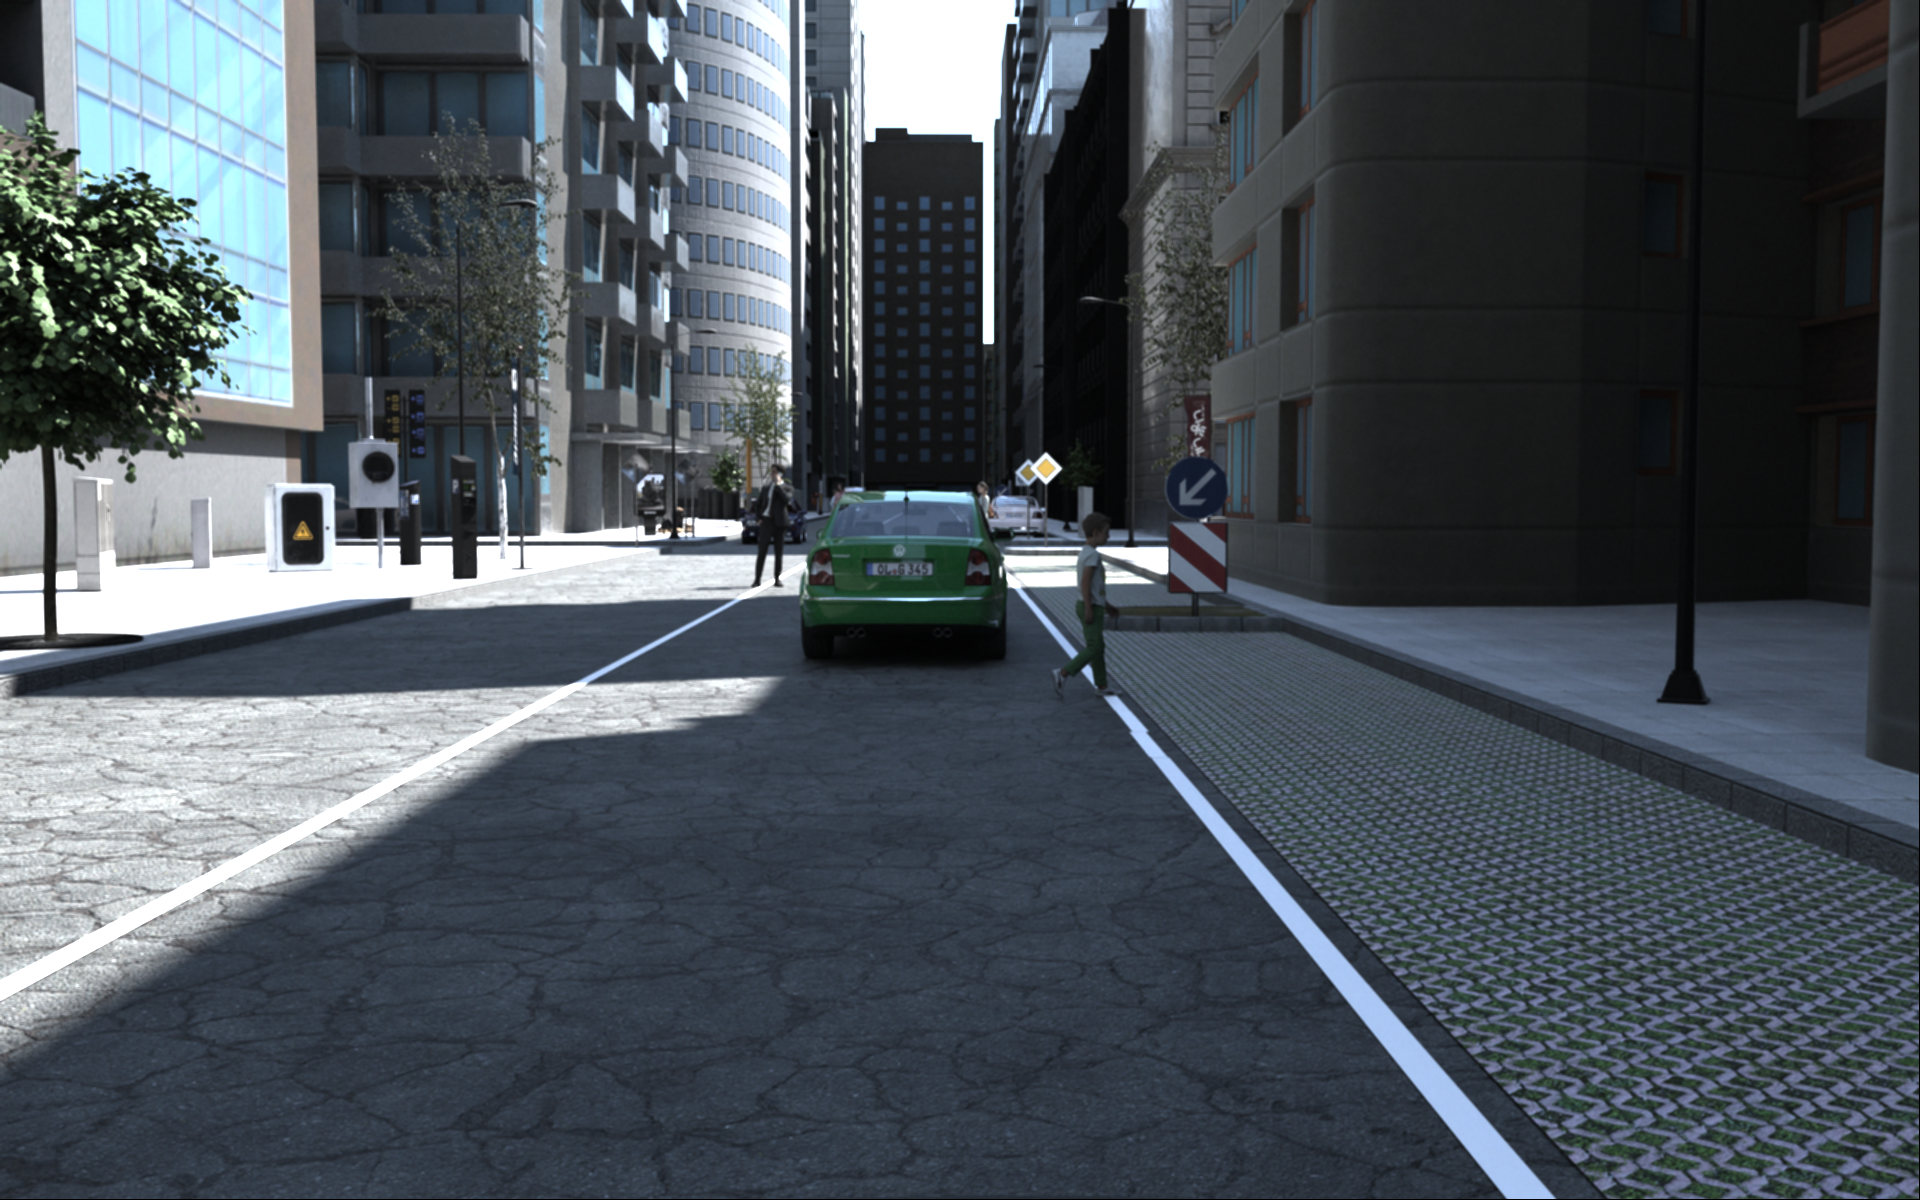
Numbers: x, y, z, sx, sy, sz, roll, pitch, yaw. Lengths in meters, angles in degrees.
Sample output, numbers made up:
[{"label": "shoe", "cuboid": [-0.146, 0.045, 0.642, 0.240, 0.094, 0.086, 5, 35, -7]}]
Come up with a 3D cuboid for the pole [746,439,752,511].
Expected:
[{"label": "pole", "cuboid": [-7.795, -4.290, 63.987, 0.158, 3.312, 0.155, 0, 3, 0]}]

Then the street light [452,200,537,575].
[{"label": "street light", "cuboid": [-7.379, -3.361, 27.487, 1.470, 5.913, 1.316, 0, 4, -1]}]

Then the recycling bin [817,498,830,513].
[{"label": "recycling bin", "cuboid": [-9.263, -6.430, 117.682, 0.722, 1.027, 0.722, 1, 4, 17]}]

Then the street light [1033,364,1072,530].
[{"label": "street light", "cuboid": [3.305, -5.478, 62.113, 1.470, 5.913, 1.316, 0, 4, -1]}]

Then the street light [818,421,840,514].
[{"label": "street light", "cuboid": [-8.390, -8.456, 110.794, 1.470, 5.913, 1.316, 0, 4, -1]}]

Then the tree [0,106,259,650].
[{"label": "tree", "cuboid": [-7.784, -1.896, 14.717, 4.285, 4.588, 4.351, 0, 3, 0]}]

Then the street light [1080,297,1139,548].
[{"label": "street light", "cuboid": [3.534, -4.192, 41.077, 1.470, 5.913, 1.316, 0, 4, -1]}]

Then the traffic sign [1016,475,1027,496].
[{"label": "traffic sign", "cuboid": [3.220, -5.442, 91.114, 0.606, 2.300, 0.079, 0, 4, 4]}]

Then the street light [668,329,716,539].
[{"label": "street light", "cuboid": [-7.559, -4.672, 48.932, 1.470, 5.913, 1.316, 0, 4, -1]}]

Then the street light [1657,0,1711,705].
[{"label": "street light", "cuboid": [3.933, -2.323, 10.529, 1.470, 5.913, 1.316, 0, 4, -1]}]

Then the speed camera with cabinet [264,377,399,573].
[{"label": "speed camera with cabinet", "cuboid": [-10.461, -2.111, 28.851, 2.038, 3.252, 0.660, -3, 4, -36]}]

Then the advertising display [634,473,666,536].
[{"label": "advertising display", "cuboid": [-9.543, -2.941, 53.302, 0.974, 1.923, 0.123, 0, 4, 1]}]

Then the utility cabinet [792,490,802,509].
[{"label": "utility cabinet", "cuboid": [-8.330, -4.792, 87.024, 0.318, 1.500, 1.173, 1, 4, 22]}]

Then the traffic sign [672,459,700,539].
[{"label": "traffic sign", "cuboid": [-7.754, -2.774, 48.994, 0.795, 2.450, 0.064, 0, 4, -1]}]

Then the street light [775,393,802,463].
[{"label": "street light", "cuboid": [-7.945, -6.552, 79.672, 1.470, 5.913, 1.316, 0, 4, -1]}]

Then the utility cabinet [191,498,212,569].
[{"label": "utility cabinet", "cuboid": [-13.119, -1.149, 29.943, 0.306, 1.237, 1.020, -1, 4, -22]}]

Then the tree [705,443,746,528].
[{"label": "tree", "cuboid": [-8.808, -4.381, 66.228, 1.663, 3.219, 1.824, 0, 3, 0]}]

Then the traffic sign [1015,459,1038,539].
[{"label": "traffic sign", "cuboid": [1.939, -2.780, 49.093, 0.795, 2.450, 0.064, 0, 4, -1]}]

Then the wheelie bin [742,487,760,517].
[{"label": "wheelie bin", "cuboid": [-9.775, -4.484, 81.229, 0.980, 1.594, 0.693, -2, 4, -30]}]

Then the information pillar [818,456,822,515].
[{"label": "information pillar", "cuboid": [-8.500, -6.978, 105.451, 0.183, 3.616, 0.504, -1, 4, -16]}]

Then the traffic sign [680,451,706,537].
[{"label": "traffic sign", "cuboid": [-7.889, -3.123, 51.167, 0.768, 2.556, 0.104, 0, 4, 6]}]

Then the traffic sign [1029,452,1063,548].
[{"label": "traffic sign", "cuboid": [2.038, -2.292, 41.108, 0.795, 2.450, 0.064, 0, 4, -1]}]

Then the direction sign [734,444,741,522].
[{"label": "direction sign", "cuboid": [-10.134, -5.321, 78.989, 0.379, 3.537, 0.876, 0, 4, -7]}]

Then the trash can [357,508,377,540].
[{"label": "trash can", "cuboid": [-16.713, -2.281, 48.946, 0.748, 1.137, 0.748, 0, 3, 0]}]

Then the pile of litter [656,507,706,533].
[{"label": "pile of litter", "cuboid": [-9.254, -2.648, 57.264, 1.719, 0.858, 1.176, 0, 4, -3]}]

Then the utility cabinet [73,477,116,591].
[{"label": "utility cabinet", "cuboid": [-11.548, -0.885, 23.148, 0.318, 1.500, 1.173, -1, 4, -18]}]

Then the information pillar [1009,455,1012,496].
[{"label": "information pillar", "cuboid": [2.985, -6.815, 102.783, 0.183, 3.616, 0.504, 1, 4, 19]}]

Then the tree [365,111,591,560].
[{"label": "tree", "cuboid": [-8.997, -5.078, 33.395, 4.360, 8.622, 3.978, 0, 3, 0]}]

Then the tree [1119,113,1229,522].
[{"label": "tree", "cuboid": [5.017, -5.148, 34.526, 4.360, 8.622, 3.978, 0, 3, 0]}]

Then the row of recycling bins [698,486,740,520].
[{"label": "row of recycling bins", "cuboid": [-12.209, -4.916, 87.487, 1.069, 1.692, 3.534, -2, 4, -35]}]

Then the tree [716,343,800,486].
[{"label": "tree", "cuboid": [-9.569, -8.144, 83.515, 4.737, 8.622, 4.395, 0, 3, 0]}]

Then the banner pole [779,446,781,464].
[{"label": "banner pole", "cuboid": [-9.190, -6.030, 88.605, 0.401, 3.779, 0.863, -1, 4, -10]}]

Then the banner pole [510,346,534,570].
[{"label": "banner pole", "cuboid": [-7.434, -2.391, 29.109, 0.401, 3.779, 0.863, 0, 4, -3]}]

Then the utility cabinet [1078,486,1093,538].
[{"label": "utility cabinet", "cuboid": [3.671, -2.560, 50.536, 0.318, 1.500, 1.173, 0, 4, -3]}]

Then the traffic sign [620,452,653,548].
[{"label": "traffic sign", "cuboid": [-7.656, -2.285, 41.009, 0.795, 2.450, 0.064, 0, 4, -1]}]

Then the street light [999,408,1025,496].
[{"label": "street light", "cuboid": [2.908, -7.371, 93.055, 1.470, 5.913, 1.316, 0, 4, -1]}]

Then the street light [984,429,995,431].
[{"label": "street light", "cuboid": [2.405, -9.239, 123.604, 1.470, 5.913, 1.316, 0, 4, -1]}]

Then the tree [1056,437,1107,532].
[{"label": "tree", "cuboid": [3.918, -3.926, 58.788, 1.663, 3.219, 1.824, 0, 3, 0]}]
